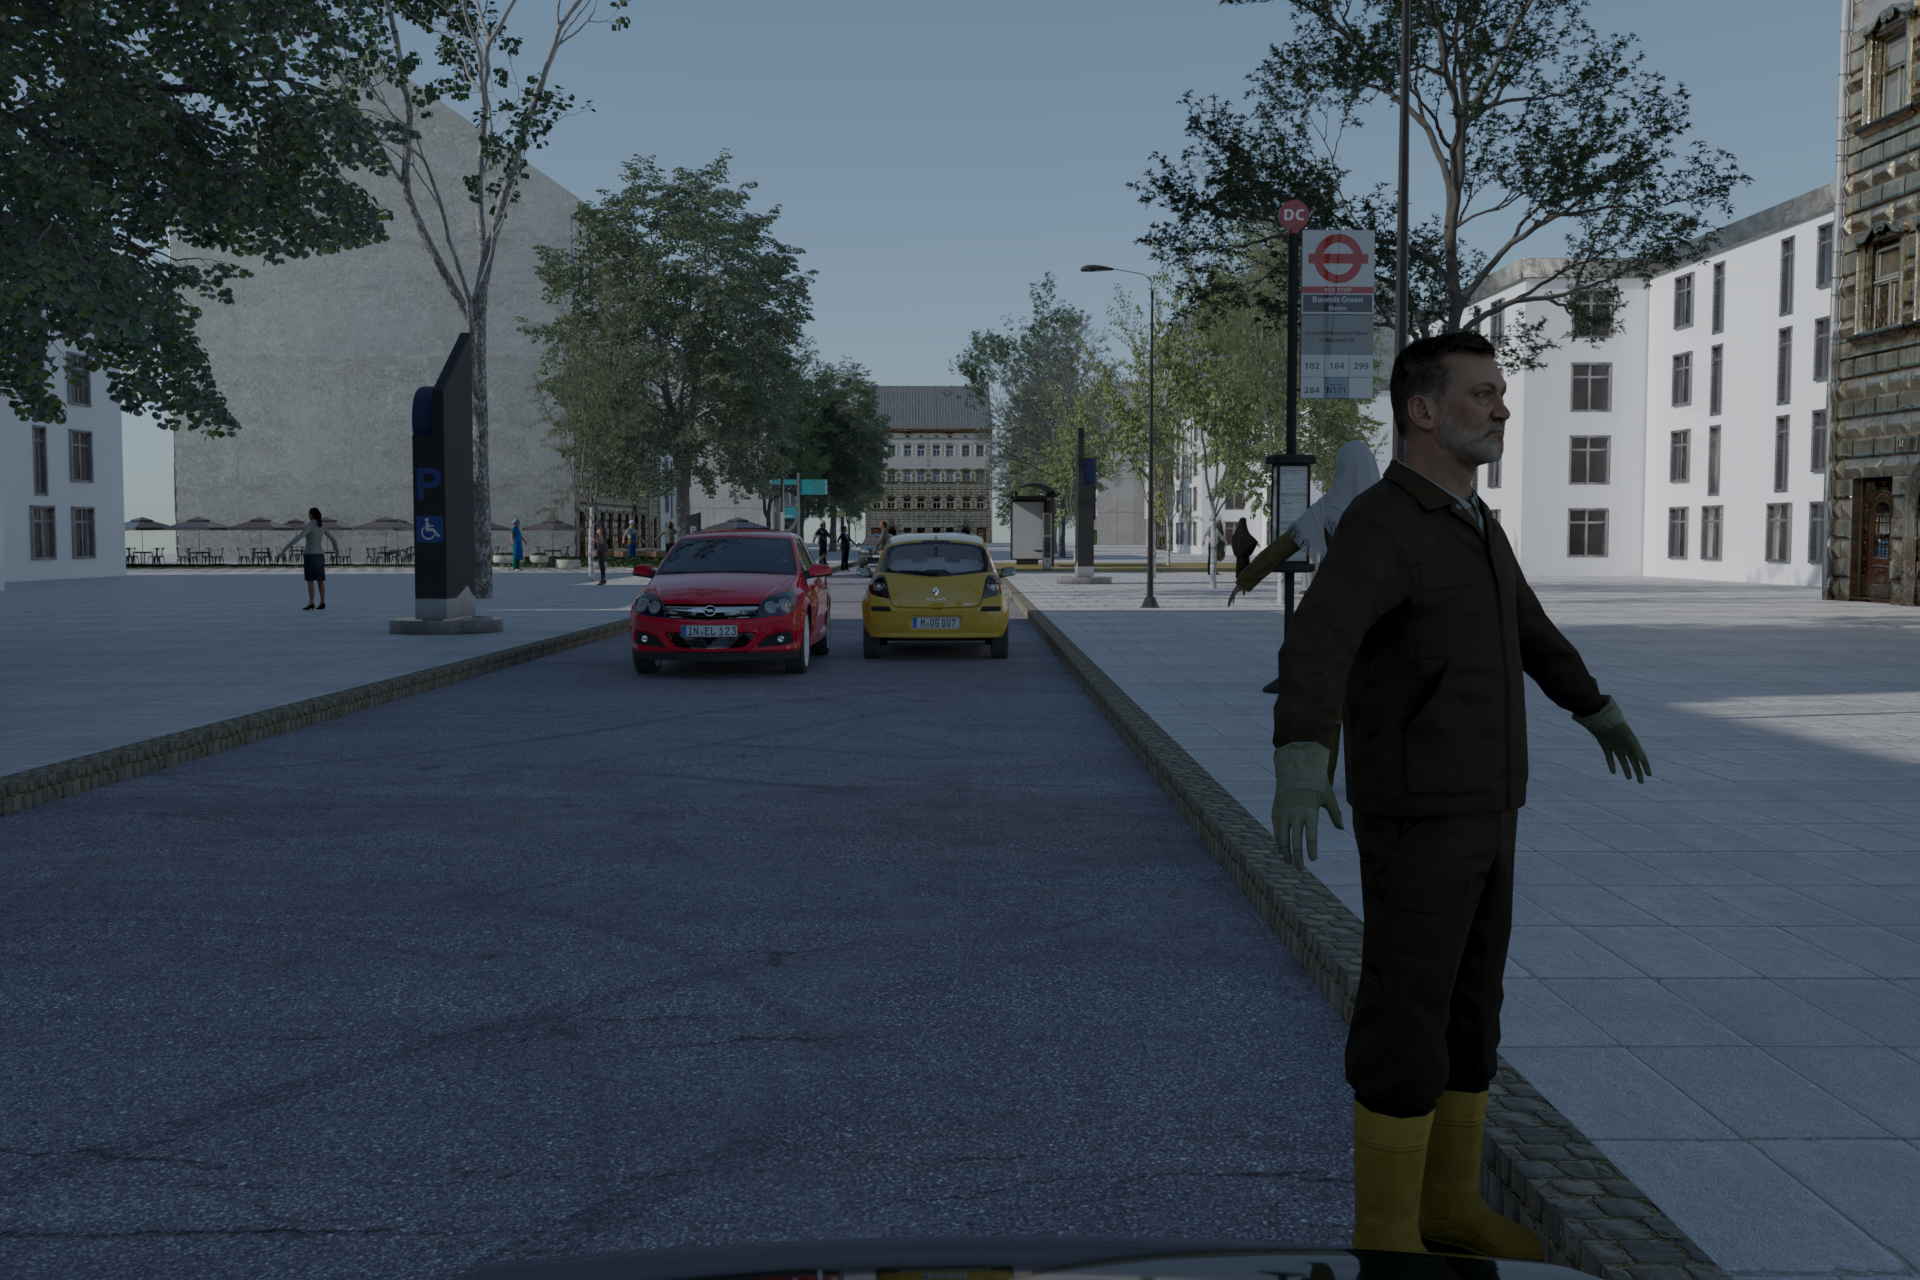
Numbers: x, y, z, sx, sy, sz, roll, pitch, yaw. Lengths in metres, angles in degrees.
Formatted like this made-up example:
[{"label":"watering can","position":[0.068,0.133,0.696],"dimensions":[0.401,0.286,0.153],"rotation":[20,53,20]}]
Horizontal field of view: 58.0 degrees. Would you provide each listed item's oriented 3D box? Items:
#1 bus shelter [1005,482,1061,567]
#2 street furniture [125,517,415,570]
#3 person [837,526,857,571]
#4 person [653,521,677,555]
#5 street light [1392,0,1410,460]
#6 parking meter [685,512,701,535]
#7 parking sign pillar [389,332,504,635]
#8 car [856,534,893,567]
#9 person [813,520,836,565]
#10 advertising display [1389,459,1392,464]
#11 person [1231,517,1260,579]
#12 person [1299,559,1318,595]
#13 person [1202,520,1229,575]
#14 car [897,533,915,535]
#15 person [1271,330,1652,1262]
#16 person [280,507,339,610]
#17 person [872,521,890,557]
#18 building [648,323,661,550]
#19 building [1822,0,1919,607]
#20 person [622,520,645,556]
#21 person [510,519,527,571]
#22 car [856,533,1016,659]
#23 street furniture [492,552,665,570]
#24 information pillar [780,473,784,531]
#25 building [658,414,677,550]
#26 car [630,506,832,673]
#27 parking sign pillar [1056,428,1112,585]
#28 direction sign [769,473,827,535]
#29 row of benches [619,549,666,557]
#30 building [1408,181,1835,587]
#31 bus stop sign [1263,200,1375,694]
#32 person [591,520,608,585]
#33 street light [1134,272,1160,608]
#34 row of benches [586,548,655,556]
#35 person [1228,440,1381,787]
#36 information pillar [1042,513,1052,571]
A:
[{"label":"bus shelter","position":[2.894,-4.638,69.757],"dimensions":[2.014,3.302,5.546],"rotation":[0,4,0]},{"label":"street furniture","position":[-33.457,-3.731,66.038],"dimensions":[27.439,1.986,14.083],"rotation":[1,4,14]},{"label":"person","position":[-4.353,-3.505,66.493],"dimensions":[0.721,1.740,1.216],"rotation":[2,4,35]},{"label":"person","position":[-11.588,-3.861,69.261],"dimensions":[1.348,1.813,0.705],"rotation":[-1,4,-16]},{"label":"street light","position":[3.404,-2.365,11.209],"dimensions":[1.470,5.913,1.316],"rotation":[0,3,0]},{"label":"parking meter","position":[-7.181,-2.505,46.661],"dimensions":[0.399,1.863,0.255],"rotation":[0,4,-1]},{"label":"parking sign pillar","position":[-6.734,-2.087,22.601],"dimensions":[1.447,3.967,1.447],"rotation":[0,4,0]},{"label":"car","position":[-3.528,-4.068,76.302],"dimensions":[2.009,1.686,4.222],"rotation":[0,3,0]},{"label":"person","position":[-5.680,-4.050,71.998],"dimensions":[0.705,1.856,1.354],"rotation":[3,5,40]},{"label":"advertising display","position":[3.749,-0.567,14.485],"dimensions":[0.123,1.923,0.974],"rotation":[0,4,0]},{"label":"person","position":[7.698,-2.441,46.704],"dimensions":[0.721,1.737,1.214],"rotation":[-2,4,-26]},{"label":"person","position":[7.384,-1.875,36.807],"dimensions":[0.704,1.811,1.347],"rotation":[0,4,5]},{"label":"person","position":[7.953,-2.945,54.301],"dimensions":[0.704,1.810,1.344],"rotation":[3,5,44]},{"label":"car","position":[-2.971,-5.493,98.856],"dimensions":[2.155,1.783,4.494],"rotation":[0,4,0]},{"label":"person","position":[0.938,0.324,3.301],"dimensions":[0.704,1.812,1.346],"rotation":[3,5,44]},{"label":"person","position":[-10.983,-1.376,29.330],"dimensions":[0.721,1.735,1.217],"rotation":[2,4,27]},{"label":"person","position":[-2.173,-2.451,48.805],"dimensions":[0.705,1.796,1.348],"rotation":[1,4,14]},{"label":"building","position":[-29.478,-16.932,107.769],"dimensions":[19.493,23.208,18.063],"rotation":[0,4,-1]},{"label":"building","position":[26.083,-11.811,24.038],"dimensions":[19.493,23.208,18.063],"rotation":[0,4,0]},{"label":"person","position":[-13.114,-3.884,69.368],"dimensions":[0.705,1.847,1.347],"rotation":[2,4,29]},{"label":"person","position":[-15.331,-3.296,60.018],"dimensions":[0.704,1.817,1.347],"rotation":[0,4,5]},{"label":"car","position":[-0.295,-0.682,21.370],"dimensions":[2.015,1.641,3.980],"rotation":[0,4,-1]},{"label":"street furniture","position":[-12.716,-3.024,65.063],"dimensions":[10.072,0.657,5.734],"rotation":[0,4,-6]},{"label":"information pillar","position":[-6.757,-4.563,65.967],"dimensions":[0.183,3.616,0.504],"rotation":[0,4,1]},{"label":"building","position":[-25.159,-11.663,132.834],"dimensions":[9.099,9.664,28.070],"rotation":[0,4,-1]},{"label":"car","position":[-2.448,-0.618,19.140],"dimensions":[2.155,1.783,4.494],"rotation":[0,4,0]},{"label":"parking sign pillar","position":[3.212,-3.435,44.630],"dimensions":[1.447,3.967,1.447],"rotation":[0,4,0]},{"label":"direction sign","position":[-7.034,-5.343,76.127],"dimensions":[2.525,3.948,1.411],"rotation":[0,4,1]},{"label":"row of benches","position":[-12.553,-3.548,73.465],"dimensions":[4.104,0.672,1.422],"rotation":[-2,4,-26]},{"label":"building","position":[21.626,-6.774,52.901],"dimensions":[9.099,9.664,28.070],"rotation":[0,4,0]},{"label":"bus stop sign","position":[2.885,-1.544,13.940],"dimensions":[0.855,3.939,0.416],"rotation":[0,3,0]},{"label":"person","position":[-9.040,-2.195,43.398],"dimensions":[0.415,1.643,0.593],"rotation":[-3,4,-38]},{"label":"street light","position":[3.853,-3.513,29.985],"dimensions":[1.470,5.913,1.316],"rotation":[0,4,0]},{"label":"row of benches","position":[-14.795,-3.745,76.696],"dimensions":[1.422,0.672,4.104],"rotation":[3,4,36]},{"label":"person","position":[1.937,-0.109,8.557],"dimensions":[1.217,1.736,0.721],"rotation":[1,4,11]},{"label":"information pillar","position":[3.063,-3.456,60.998],"dimensions":[0.304,2.012,0.304],"rotation":[0,4,-2]}]
